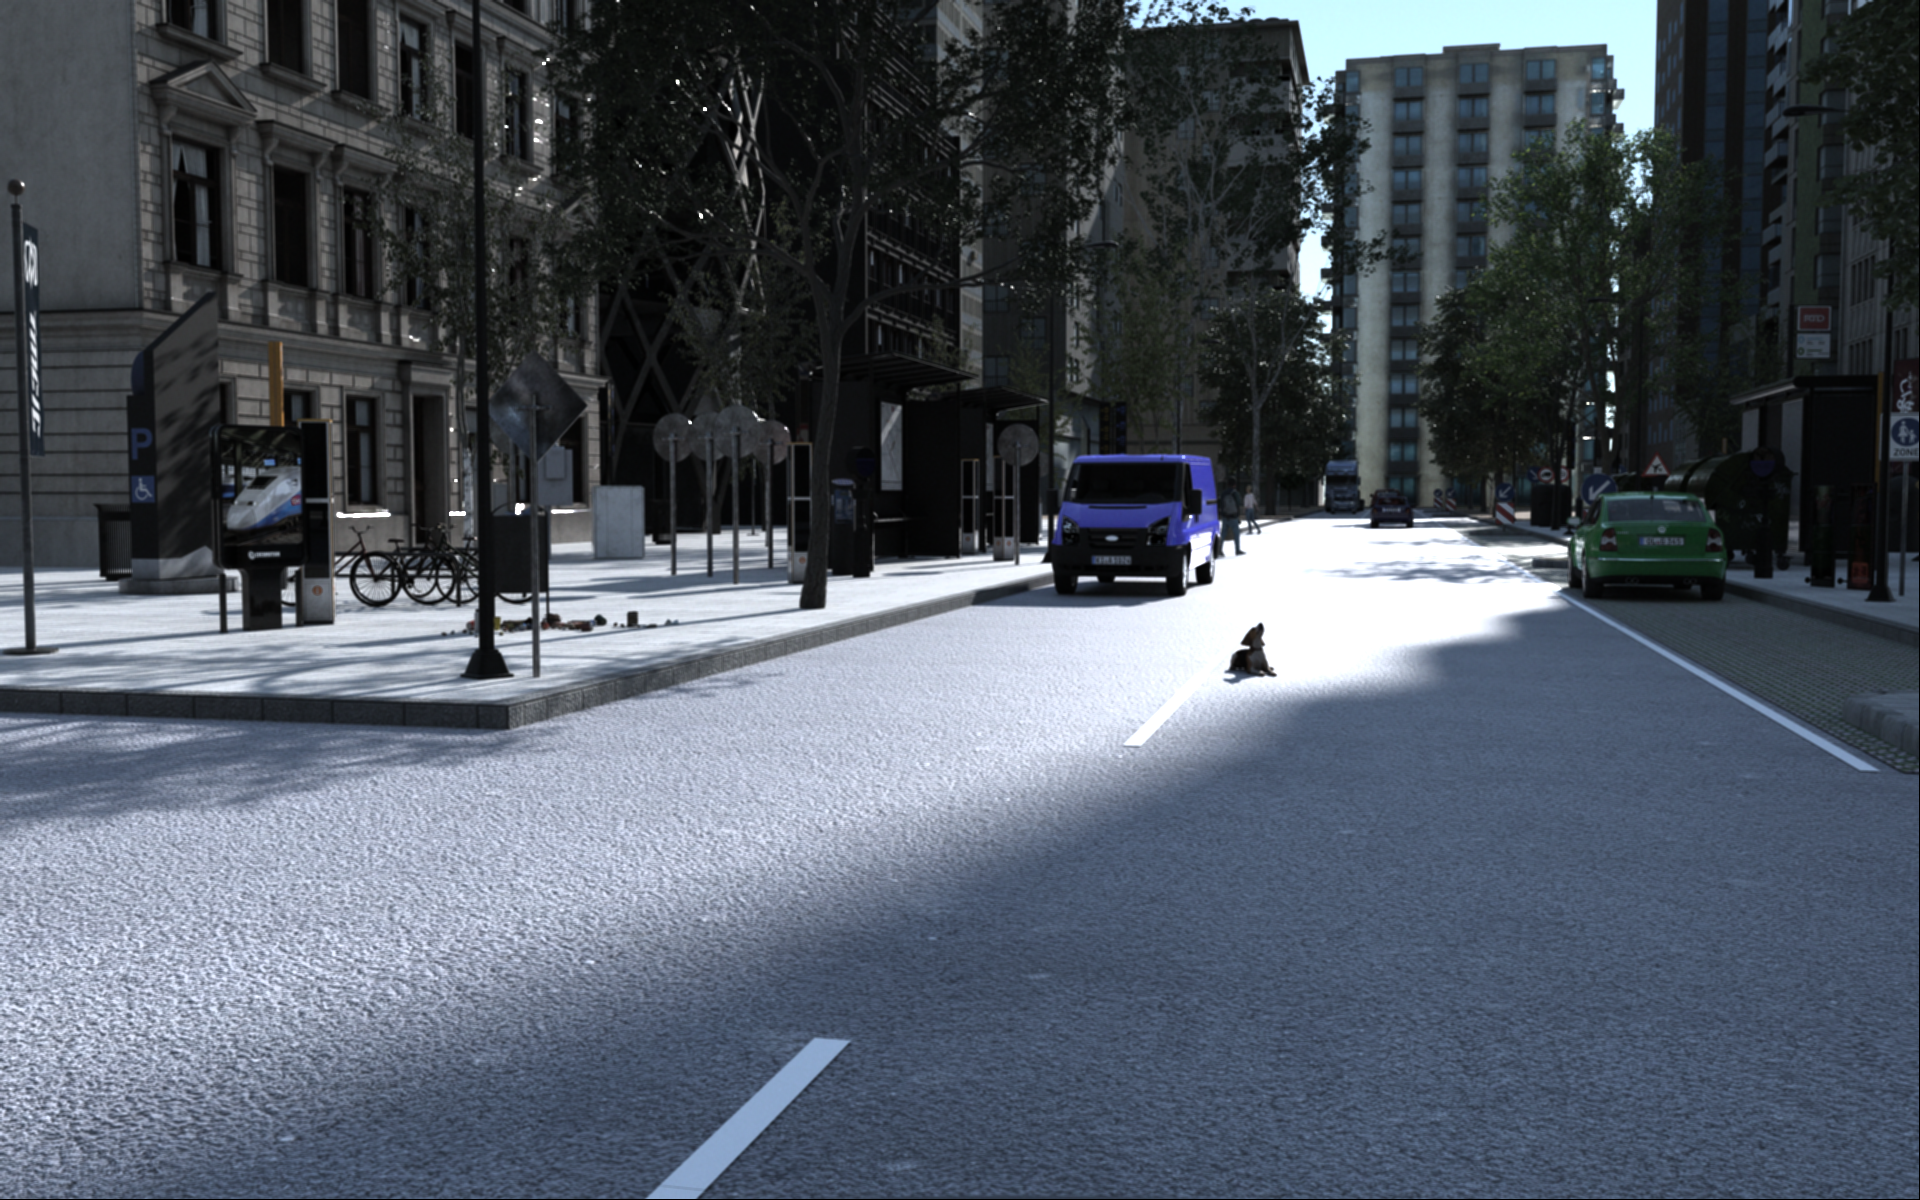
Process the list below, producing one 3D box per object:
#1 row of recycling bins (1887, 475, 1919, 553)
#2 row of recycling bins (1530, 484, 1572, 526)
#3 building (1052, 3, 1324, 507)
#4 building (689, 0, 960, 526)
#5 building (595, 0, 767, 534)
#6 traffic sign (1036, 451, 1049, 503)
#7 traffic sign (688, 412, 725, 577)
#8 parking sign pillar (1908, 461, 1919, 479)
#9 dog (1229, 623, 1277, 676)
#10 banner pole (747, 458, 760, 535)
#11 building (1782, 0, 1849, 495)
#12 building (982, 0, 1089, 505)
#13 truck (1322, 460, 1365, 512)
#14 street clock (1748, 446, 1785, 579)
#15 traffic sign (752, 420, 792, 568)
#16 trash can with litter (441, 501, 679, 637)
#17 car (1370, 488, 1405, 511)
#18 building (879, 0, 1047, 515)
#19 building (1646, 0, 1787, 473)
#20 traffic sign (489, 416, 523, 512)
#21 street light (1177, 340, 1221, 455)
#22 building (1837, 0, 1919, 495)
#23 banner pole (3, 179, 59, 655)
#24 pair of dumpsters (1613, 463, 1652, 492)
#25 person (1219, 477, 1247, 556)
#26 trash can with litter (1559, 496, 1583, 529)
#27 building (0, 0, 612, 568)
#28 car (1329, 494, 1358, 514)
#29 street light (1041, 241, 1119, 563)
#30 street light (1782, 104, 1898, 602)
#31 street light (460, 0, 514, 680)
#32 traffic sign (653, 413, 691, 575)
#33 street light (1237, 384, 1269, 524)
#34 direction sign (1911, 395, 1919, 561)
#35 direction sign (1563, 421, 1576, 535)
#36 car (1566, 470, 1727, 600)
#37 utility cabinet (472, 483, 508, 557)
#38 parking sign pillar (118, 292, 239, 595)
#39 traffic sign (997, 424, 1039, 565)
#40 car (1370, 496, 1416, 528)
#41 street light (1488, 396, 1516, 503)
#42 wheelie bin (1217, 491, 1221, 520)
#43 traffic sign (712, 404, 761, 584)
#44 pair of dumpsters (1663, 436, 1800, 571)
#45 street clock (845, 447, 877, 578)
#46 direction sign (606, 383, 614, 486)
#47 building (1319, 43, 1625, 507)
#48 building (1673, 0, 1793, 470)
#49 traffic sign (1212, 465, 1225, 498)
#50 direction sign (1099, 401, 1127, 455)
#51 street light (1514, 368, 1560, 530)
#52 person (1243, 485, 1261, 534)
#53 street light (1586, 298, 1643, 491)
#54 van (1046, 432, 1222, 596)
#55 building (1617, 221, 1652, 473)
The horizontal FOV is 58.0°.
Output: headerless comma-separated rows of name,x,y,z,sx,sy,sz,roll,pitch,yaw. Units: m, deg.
row of recycling bins,22.192,-1.911,38.352,3.534,1.692,1.069,0,3,0
row of recycling bins,24.392,-3.924,71.277,1.069,1.692,3.534,2,4,35
building,26.942,-37.103,195.869,27.495,52.752,28.713,1,4,14
building,-7.854,-15.195,78.111,12.332,23.373,15.834,1,4,14
building,-15.309,-11.627,57.554,16.820,18.784,16.811,1,4,14
traffic sign,2.335,-3.156,51.703,0.768,2.556,0.104,1,4,14
traffic sign,-3.873,-1.630,26.763,0.768,2.556,0.104,1,4,18
parking sign pillar,30.901,-4.195,57.059,1.447,3.967,1.447,1,4,22
dog,2.421,0.379,13.993,0.550,0.427,0.748,2,4,33
banner pole,-6.430,-3.916,54.041,0.401,3.779,0.863,0,4,2
building,48.822,-24.600,85.810,14.154,41.232,14.086,1,4,14
building,-1.864,-33.540,137.610,27.495,52.752,28.713,1,4,14
truck,31.824,-9.364,142.852,2.967,4.110,18.799,1,4,15
street clock,12.255,-1.333,26.357,0.358,2.002,0.471,-2,4,-28
traffic sign,-3.273,-1.819,29.850,0.768,2.556,0.104,1,4,16
trash can with litter,-3.780,-0.332,16.486,2.233,1.210,1.678,-1,4,-16
car,28.658,-6.577,116.212,2.281,1.827,5.304,1,4,14
building,-11.914,-25.177,103.531,32.217,40.220,23.993,1,4,14
building,60.175,-29.328,129.632,14.600,45.320,14.200,1,4,14
traffic sign,-5.821,-1.373,22.547,0.768,2.556,0.104,1,4,19
street light,7.147,-4.883,52.386,1.470,5.913,1.316,1,4,14
building,43.366,-15.251,67.376,12.078,24.808,19.932,1,4,14
banner pole,-7.561,-1.473,14.098,0.401,3.779,0.863,-1,4,-14
pair of dumpsters,21.725,-3.244,55.526,1.574,2.255,4.437,1,4,14
person,6.154,-1.900,39.552,0.713,1.824,0.794,-2,4,-26
trash can with litter,22.949,-3.230,63.865,1.678,1.210,2.233,1,4,21
building,-16.417,-10.681,39.264,10.561,19.102,19.286,1,4,14
car,27.699,-6.912,125.008,2.014,1.417,4.499,1,4,14
street light,2.225,-3.643,32.106,1.470,5.913,1.316,1,4,14
street light,10.509,-2.946,20.714,1.470,5.913,1.316,1,4,14
street light,-2.794,-2.403,11.837,1.470,5.913,1.316,1,4,14
traffic sign,-4.525,-1.663,27.300,0.768,2.556,0.104,1,4,22
street light,12.337,-6.164,73.318,1.470,5.913,1.316,1,4,14
direction sign,18.433,-2.511,33.054,0.379,3.537,0.876,-3,5,-39
direction sign,19.150,-3.813,54.335,0.379,3.537,0.876,2,4,34
car,9.760,-0.979,24.797,1.959,1.807,4.718,1,4,15
utility cabinet,-9.439,-1.593,34.723,0.318,1.500,1.173,-3,5,-39
parking sign pillar,-10.239,-2.087,22.601,1.447,3.967,1.447,1,4,13
traffic sign,1.040,-1.914,31.406,0.768,2.556,0.104,1,4,15
car,18.473,-3.755,73.968,1.945,1.354,3.894,1,4,15
street light,25.615,-6.682,81.791,1.470,5.913,1.316,1,4,14
wheelie bin,11.352,-4.299,78.198,0.693,1.594,0.980,-2,4,-27
traffic sign,-3.195,-1.501,24.641,0.768,2.556,0.104,1,4,20
pair of dumpsters,13.789,-1.750,31.104,1.574,2.255,4.437,1,4,14
street clock,-1.520,-1.350,26.642,0.358,2.002,0.471,3,5,41
direction sign,-7.200,-2.676,35.746,0.379,3.537,0.876,0,4,-4
building,54.713,-34.732,187.477,30.456,49.044,23.786,1,4,14
building,58.781,-48.481,105.334,22.319,86.520,31.000,1,4,14
traffic sign,11.107,-4.586,75.083,0.768,2.556,0.104,1,4,16
direction sign,3.765,-3.101,42.695,0.379,3.537,0.876,-3,5,-42
street light,20.635,-5.442,61.511,1.470,5.913,1.316,1,4,14
person,10.416,-3.196,61.434,0.598,1.740,0.731,2,4,33
street light,15.497,-4.186,40.978,1.470,5.913,1.316,1,4,14
van,2.745,-1.344,26.367,2.240,2.365,5.245,1,4,15
building,75.294,-24.794,177.076,14.107,30.474,14.160,1,4,14
